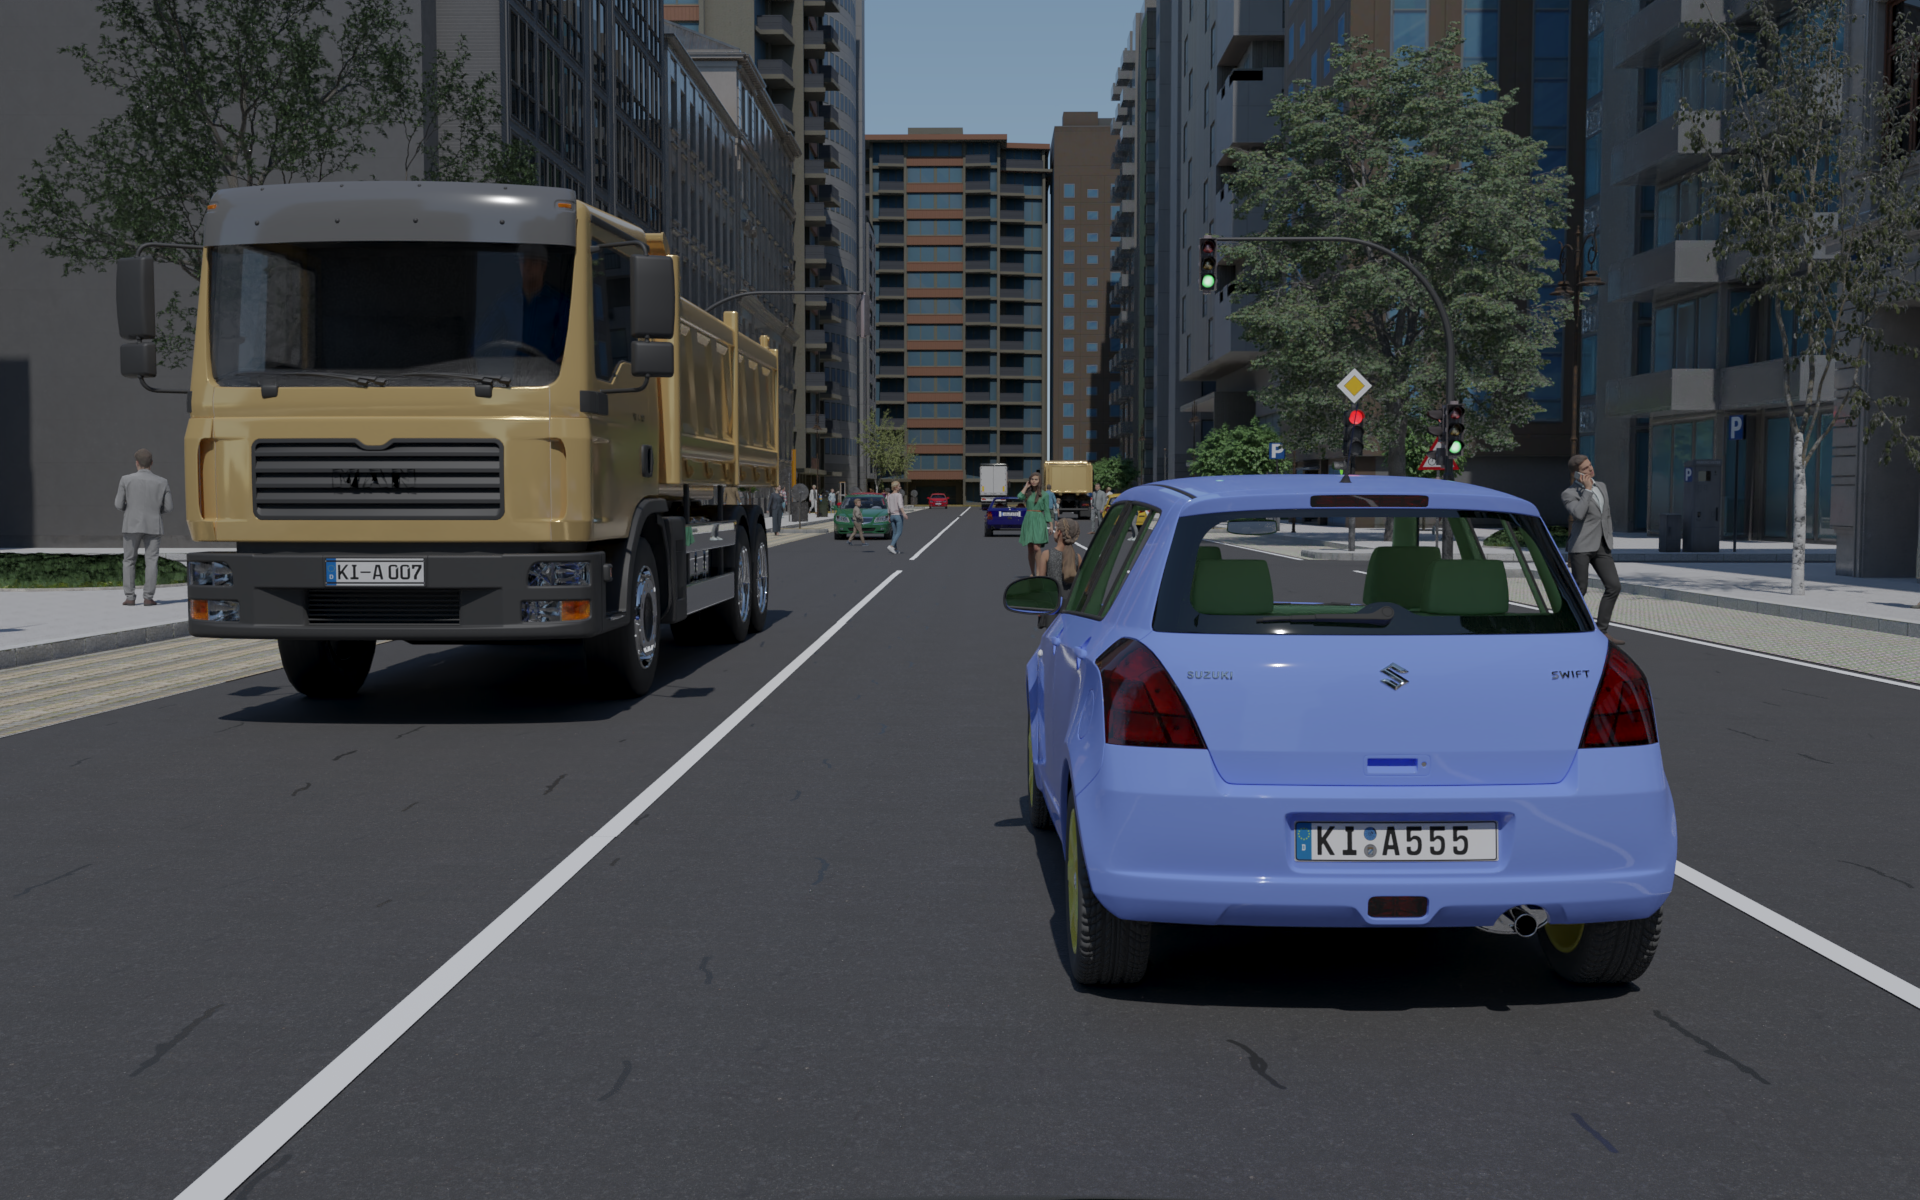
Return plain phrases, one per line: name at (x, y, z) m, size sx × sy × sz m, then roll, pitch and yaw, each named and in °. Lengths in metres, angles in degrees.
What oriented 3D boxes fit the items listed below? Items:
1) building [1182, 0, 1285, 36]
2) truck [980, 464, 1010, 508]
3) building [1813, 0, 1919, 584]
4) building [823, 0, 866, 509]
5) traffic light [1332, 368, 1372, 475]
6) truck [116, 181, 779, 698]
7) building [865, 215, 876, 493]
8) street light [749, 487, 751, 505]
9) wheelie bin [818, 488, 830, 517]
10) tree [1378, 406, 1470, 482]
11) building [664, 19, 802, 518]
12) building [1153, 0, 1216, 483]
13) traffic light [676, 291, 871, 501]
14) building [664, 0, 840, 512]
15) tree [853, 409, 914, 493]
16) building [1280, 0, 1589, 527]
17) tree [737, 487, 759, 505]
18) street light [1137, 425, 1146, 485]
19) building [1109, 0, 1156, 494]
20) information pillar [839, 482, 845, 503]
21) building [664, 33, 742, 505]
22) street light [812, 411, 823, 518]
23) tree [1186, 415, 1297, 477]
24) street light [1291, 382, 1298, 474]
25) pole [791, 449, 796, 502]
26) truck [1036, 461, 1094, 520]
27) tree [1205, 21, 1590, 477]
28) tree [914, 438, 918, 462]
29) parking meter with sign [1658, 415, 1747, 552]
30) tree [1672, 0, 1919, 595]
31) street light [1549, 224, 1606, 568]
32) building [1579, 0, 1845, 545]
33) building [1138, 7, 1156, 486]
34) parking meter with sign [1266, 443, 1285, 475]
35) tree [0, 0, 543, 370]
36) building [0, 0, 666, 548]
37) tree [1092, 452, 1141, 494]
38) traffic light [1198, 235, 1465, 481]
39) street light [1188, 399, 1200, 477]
building at (27.510, -31.167, 98.818) m, size 28.713 × 52.752 × 27.495 m, roll 0°, pitch 4°, yaw 1°
truck at (3.302, -10.747, 164.628) m, size 2.839 × 4.237 × 11.283 m, roll 0°, pitch 4°, yaw 2°
building at (18.661, -11.056, 16.918) m, size 11.583 × 22.565 × 21.152 m, roll 0°, pitch 4°, yaw 1°
building at (-20.025, -37.606, 156.857) m, size 21.231 × 58.520 × 28.212 m, roll 0°, pitch 4°, yaw 1°
traffic light at (8.764, -3.047, 38.733) m, size 0.839 × 4.253 × 0.868 m, roll 0°, pitch 4°, yaw 1°
truck at (-3.386, -1.127, 14.351) m, size 3.469 × 3.379 × 9.791 m, roll 0°, pitch 4°, yaw 1°
building at (-15.929, -25.045, 181.183) m, size 14.107 × 30.474 × 14.160 m, roll 0°, pitch 4°, yaw 1°
street light at (-8.158, -5.773, 67.170) m, size 0.468 × 5.910 × 1.993 m, roll 0°, pitch 4°, yaw 1°
wheelie bin at (-7.602, -5.409, 96.348) m, size 0.693 × 1.594 × 0.980 m, roll 0°, pitch 4°, yaw -3°
tree at (16.247, -4.700, 60.555) m, size 4.285 × 4.588 × 4.351 m, roll 0°, pitch 3°, yaw 0°
building at (-16.199, -18.278, 96.111) m, size 12.463 × 27.353 × 25.104 m, roll 0°, pitch 4°, yaw 1°
building at (24.983, -35.814, 127.564) m, size 21.231 × 58.520 × 28.212 m, roll 0°, pitch 4°, yaw 1°
traffic light at (-4.403, -3.931, 38.938) m, size 4.771 × 5.953 × 1.251 m, roll 0°, pitch 4°, yaw 1°
building at (-20.519, -29.001, 128.794) m, size 22.147 × 44.769 × 28.867 m, roll 0°, pitch 4°, yaw 1°
tree at (-6.805, -12.005, 146.650) m, size 4.737 × 8.622 × 4.395 m, roll 0°, pitch 3°, yaw 0°
building at (21.341, -25.702, 70.336) m, size 14.600 × 45.320 × 14.200 m, roll 0°, pitch 4°, yaw 1°
tree at (-8.668, -4.679, 71.108) m, size 1.663 × 3.219 × 1.824 m, roll 0°, pitch 3°, yaw 0°
street light at (11.909, -8.606, 113.491) m, size 0.468 × 5.910 × 1.993 m, roll 0°, pitch 4°, yaw 1°
building at (26.555, -33.781, 171.930) m, size 23.786 × 49.044 × 30.456 m, roll 0°, pitch 4°, yaw 1°
information pillar at (-7.192, -6.194, 105.760) m, size 0.304 × 2.012 × 0.304 m, roll -1°, pitch 4°, yaw -20°
building at (-15.459, -13.784, 74.515) m, size 9.793 × 20.994 × 18.267 m, roll 0°, pitch 4°, yaw 1°
street light at (-7.783, -7.448, 94.555) m, size 0.468 × 5.910 × 1.993 m, roll 0°, pitch 4°, yaw 1°
tree at (12.134, -5.375, 71.587) m, size 4.285 × 4.588 × 4.351 m, roll 0°, pitch 3°, yaw 0°
street light at (11.097, -5.178, 57.443) m, size 0.468 × 5.910 × 1.993 m, roll 0°, pitch 4°, yaw 1°
pole at (-7.600, -5.220, 79.194) m, size 0.158 × 3.312 × 0.155 m, roll 0°, pitch 3°, yaw 0°
truck at (6.140, -6.348, 99.706) m, size 3.469 × 3.379 × 9.791 m, roll 0°, pitch 4°, yaw 2°
tree at (11.704, -8.553, 46.500) m, size 9.857 × 13.997 × 8.962 m, roll 0°, pitch 3°, yaw 0°
tree at (-6.356, -13.706, 174.454) m, size 4.737 × 8.622 × 4.395 m, roll 0°, pitch 3°, yaw 0°
parking meter with sign at (16.343, -2.564, 38.184) m, size 1.738 × 3.016 × 0.543 m, roll 0°, pitch 4°, yaw -7°
tree at (10.648, -4.350, 21.493) m, size 4.360 × 8.622 × 3.978 m, roll 0°, pitch 3°, yaw 0°
street light at (10.641, -3.498, 29.987) m, size 0.468 × 5.910 × 1.993 m, roll 0°, pitch 4°, yaw 1°
building at (34.794, -26.369, 50.739) m, size 30.456 × 49.044 × 23.786 m, roll 0°, pitch 4°, yaw 1°
building at (22.411, -28.509, 149.718) m, size 14.154 × 41.232 × 14.086 m, roll 0°, pitch 4°, yaw 1°
parking meter with sign at (10.842, -3.886, 59.798) m, size 0.543 × 3.016 × 1.738 m, roll 0°, pitch 4°, yaw 4°
tree at (-9.905, -5.567, 25.432) m, size 8.767 × 10.594 × 7.601 m, roll 0°, pitch 4°, yaw 0°
building at (-17.822, -15.813, 52.056) m, size 14.314 × 27.812 × 24.014 m, roll 0°, pitch 4°, yaw 1°
tree at (12.493, -9.272, 135.309) m, size 4.285 × 4.588 × 4.351 m, roll 0°, pitch 3°, yaw 0°
traffic light at (6.558, -3.423, 30.637) m, size 4.771 × 5.953 × 1.251 m, roll 0°, pitch 4°, yaw 1°
street light at (11.462, -6.853, 84.829) m, size 0.468 × 5.910 × 1.993 m, roll 0°, pitch 4°, yaw 1°
